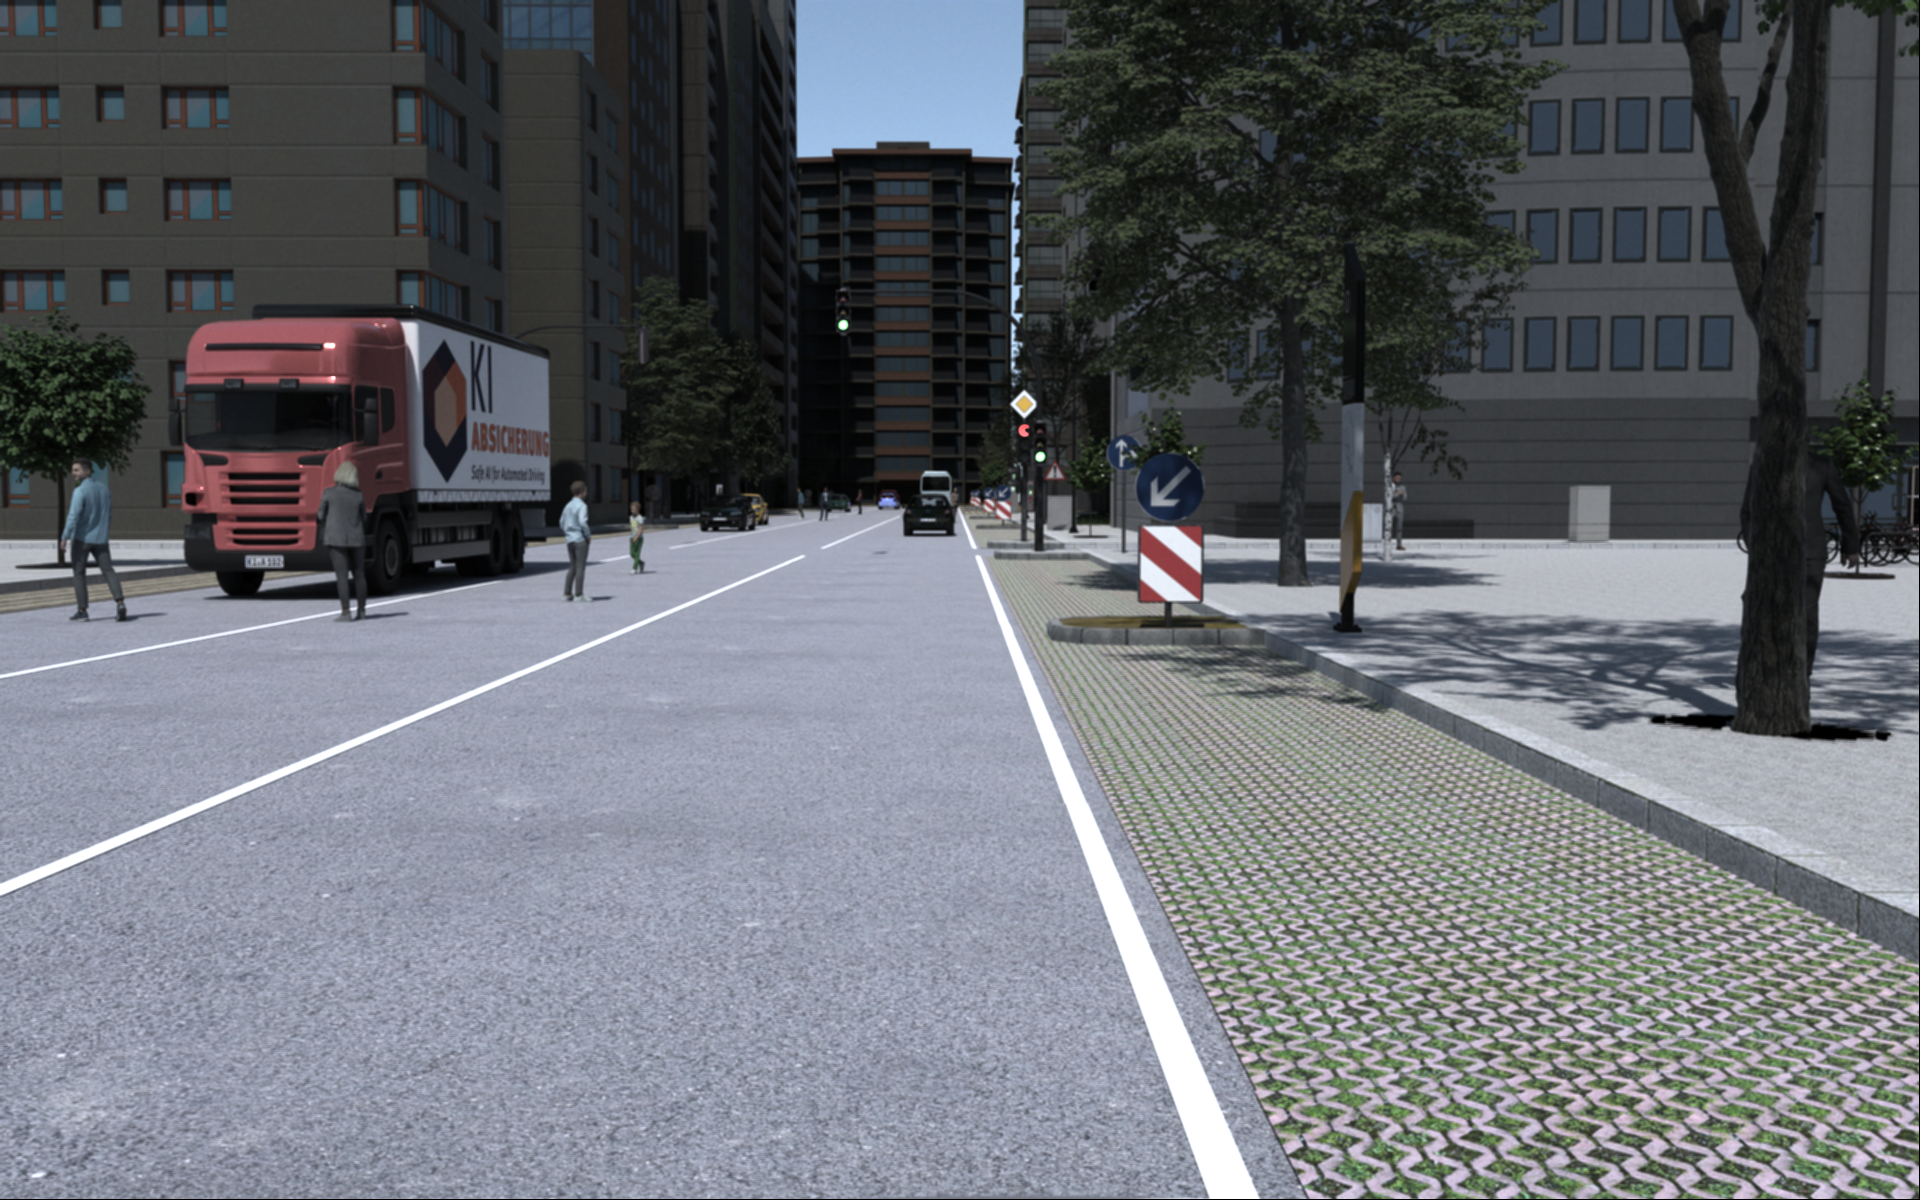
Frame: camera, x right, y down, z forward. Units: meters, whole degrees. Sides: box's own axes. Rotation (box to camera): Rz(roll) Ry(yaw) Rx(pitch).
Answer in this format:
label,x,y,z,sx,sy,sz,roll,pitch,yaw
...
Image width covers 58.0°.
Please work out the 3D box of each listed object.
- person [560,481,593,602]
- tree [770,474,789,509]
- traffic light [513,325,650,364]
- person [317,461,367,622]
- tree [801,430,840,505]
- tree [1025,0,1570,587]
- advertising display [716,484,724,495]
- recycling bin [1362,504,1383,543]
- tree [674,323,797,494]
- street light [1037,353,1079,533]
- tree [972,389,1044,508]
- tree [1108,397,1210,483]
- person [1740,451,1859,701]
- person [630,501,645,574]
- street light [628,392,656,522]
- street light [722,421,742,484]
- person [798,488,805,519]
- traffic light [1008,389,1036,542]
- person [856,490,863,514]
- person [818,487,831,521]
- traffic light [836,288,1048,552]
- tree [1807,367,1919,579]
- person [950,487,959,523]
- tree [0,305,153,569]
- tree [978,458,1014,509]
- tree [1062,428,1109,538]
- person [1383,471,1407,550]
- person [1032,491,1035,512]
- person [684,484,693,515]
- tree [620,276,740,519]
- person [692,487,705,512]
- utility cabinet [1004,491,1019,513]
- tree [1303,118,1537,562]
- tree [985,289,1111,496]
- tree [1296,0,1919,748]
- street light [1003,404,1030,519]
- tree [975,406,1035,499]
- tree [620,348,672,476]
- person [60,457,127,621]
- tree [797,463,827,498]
label,x,y,z,sx,sy,sz,roll,pitch,yaw
person,-5.067,-0.776,22.994,0.330,1.601,0.589,-3,4,-36
tree,-15.752,-9.563,150.962,1.663,3.219,1.824,0,3,0
traffic light,-10.761,-4.400,46.607,4.771,5.953,1.251,0,4,0
person,-6.984,-0.666,19.576,0.537,1.800,0.526,-2,4,-28
tree,-16.038,-15.199,198.872,4.360,8.622,3.978,0,3,0
tree,4.361,-6.443,23.471,7.486,12.596,7.792,0,3,0
advertising display,-15.061,-6.337,108.820,0.123,1.923,0.974,-2,4,-34
recycling bin,10.764,-2.047,46.023,0.722,1.027,0.722,-1,4,-9
tree,-15.750,-12.212,116.672,9.611,12.733,9.660,0,3,0
street light,3.208,-5.164,56.974,1.470,5.913,1.316,0,4,0
tree,3.722,-10.171,116.652,4.360,8.622,3.978,0,3,0
tree,4.255,-2.451,34.674,1.663,3.219,1.824,0,3,0
person,5.207,-0.306,10.820,0.659,1.850,0.755,2,4,35
person,-5.799,-1.124,31.133,0.306,1.304,0.590,1,4,16
street light,-14.548,-6.509,78.966,1.470,5.913,1.316,0,4,0
street light,-14.629,-8.446,110.627,1.470,5.913,1.316,0,4,0
person,-9.077,-5.517,99.045,0.444,1.785,0.601,-1,4,-10
traffic light,1.709,-3.530,46.639,0.839,4.253,0.868,0,4,0
person,-7.210,-6.992,123.540,0.721,1.743,1.217,1,4,13
person,-7.327,-5.209,93.850,0.721,1.800,0.419,0,4,-5
traffic light,-0.350,-3.904,38.504,4.771,5.953,1.251,0,4,0
tree,13.901,-1.950,26.483,1.663,3.219,1.824,0,3,0
person,-0.264,-4.705,85.763,0.599,1.781,0.374,-2,4,-32
tree,-15.766,-2.842,30.181,4.285,4.588,4.351,0,3,0
tree,3.221,-10.391,153.614,4.285,4.588,4.351,0,3,0
tree,3.813,-3.457,51.120,1.663,3.219,1.824,0,3,0
person,9.974,-2.044,39.644,0.511,1.800,0.466,-1,4,-14
person,5.213,-7.295,125.247,1.348,1.831,0.705,2,4,29
person,-16.937,-6.288,108.212,0.474,1.900,0.648,0,4,6
tree,-15.384,-10.565,90.860,7.486,12.596,7.792,0,3,0
person,-18.558,-7.114,122.904,0.990,1.755,0.434,1,4,21
utility cabinet,3.346,-6.472,114.493,0.318,1.500,1.173,-3,5,-44
tree,8.246,-5.020,32.435,4.360,8.622,3.978,0,3,0
tree,4.568,-8.827,78.727,7.601,10.594,8.767,1,4,13
tree,4.207,-5.091,9.001,9.928,11.665,9.643,0,3,0
street light,2.915,-7.160,89.602,1.470,5.913,1.316,0,4,0
tree,3.948,-10.820,127.276,4.737,8.622,4.395,0,3,0
tree,-16.067,-8.083,82.523,4.360,8.622,3.978,0,3,0
person,-9.738,-0.677,19.430,0.748,1.841,0.638,2,4,30
tree,-15.549,-12.154,182.434,4.285,4.588,4.351,0,3,0
